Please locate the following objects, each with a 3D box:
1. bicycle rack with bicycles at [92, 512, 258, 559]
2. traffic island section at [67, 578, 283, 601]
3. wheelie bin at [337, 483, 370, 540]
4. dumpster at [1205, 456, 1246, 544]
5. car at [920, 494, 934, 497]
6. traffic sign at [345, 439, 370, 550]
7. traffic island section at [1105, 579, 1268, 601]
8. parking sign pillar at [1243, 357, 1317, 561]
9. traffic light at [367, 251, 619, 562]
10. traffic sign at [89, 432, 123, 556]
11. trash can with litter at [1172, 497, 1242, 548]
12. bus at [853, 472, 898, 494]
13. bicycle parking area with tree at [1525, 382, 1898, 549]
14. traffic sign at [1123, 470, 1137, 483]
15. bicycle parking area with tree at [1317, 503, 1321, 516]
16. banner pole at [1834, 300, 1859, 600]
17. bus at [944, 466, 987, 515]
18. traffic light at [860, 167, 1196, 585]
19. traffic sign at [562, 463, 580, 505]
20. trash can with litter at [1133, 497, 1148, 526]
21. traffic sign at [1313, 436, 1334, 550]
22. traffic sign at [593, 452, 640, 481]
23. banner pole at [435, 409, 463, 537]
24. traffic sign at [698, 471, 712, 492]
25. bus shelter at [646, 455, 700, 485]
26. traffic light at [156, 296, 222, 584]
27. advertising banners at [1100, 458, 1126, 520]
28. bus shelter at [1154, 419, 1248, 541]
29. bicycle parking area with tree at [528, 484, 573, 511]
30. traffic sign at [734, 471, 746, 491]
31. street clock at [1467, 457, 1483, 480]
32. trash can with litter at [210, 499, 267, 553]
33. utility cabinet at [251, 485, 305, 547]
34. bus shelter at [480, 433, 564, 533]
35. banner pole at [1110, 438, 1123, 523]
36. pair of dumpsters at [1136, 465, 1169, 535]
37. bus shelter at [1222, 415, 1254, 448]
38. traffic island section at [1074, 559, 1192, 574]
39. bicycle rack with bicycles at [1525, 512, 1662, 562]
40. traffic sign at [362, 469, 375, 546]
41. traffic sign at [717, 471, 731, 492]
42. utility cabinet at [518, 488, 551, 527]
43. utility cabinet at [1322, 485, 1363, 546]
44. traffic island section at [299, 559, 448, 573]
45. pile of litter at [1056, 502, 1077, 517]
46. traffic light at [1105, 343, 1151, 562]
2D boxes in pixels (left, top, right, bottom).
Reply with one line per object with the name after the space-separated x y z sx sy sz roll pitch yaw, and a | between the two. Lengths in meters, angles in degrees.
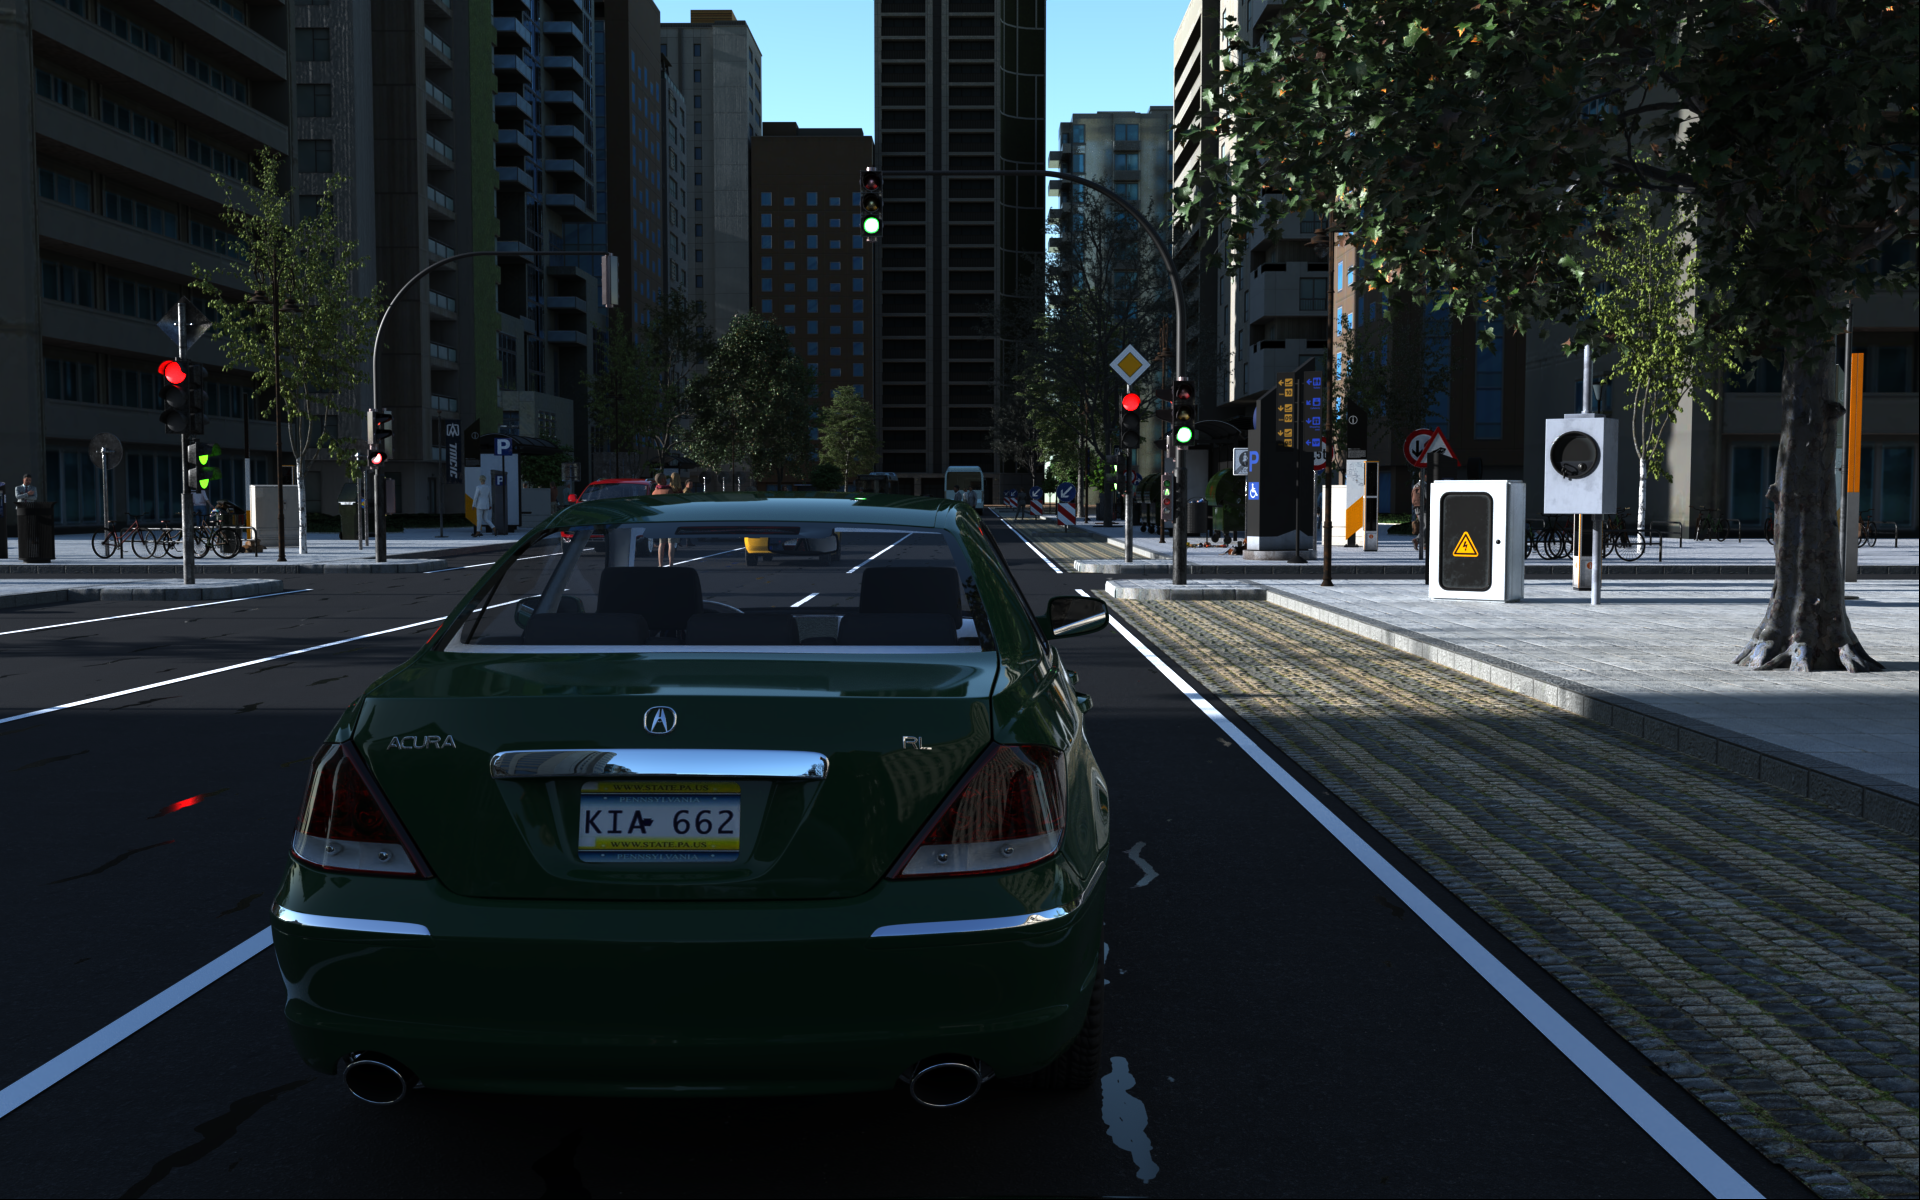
-15.469 -1.309 34.786 2.925 0.926 2.852 2 4 25 | bicycle rack with bicycles
-11.011 -0.149 24.713 2.009 0.180 2.903 0 4 0 | traffic island section
-17.007 -2.488 48.586 0.980 1.594 0.693 1 4 19 | wheelie bin
7.246 -2.597 44.950 1.502 2.255 1.985 0 4 0 | dumpster
-3.069 -9.152 159.414 2.009 1.686 4.222 0 4 0 | car
-13.797 -2.427 39.793 0.768 2.556 0.104 1 4 9 | traffic sign
3.129 -0.141 24.594 2.009 0.180 2.903 0 4 0 | traffic island section
6.294 -2.782 33.959 1.447 3.967 1.447 -2 4 -26 | parking sign pillar
-8.814 -3.542 32.581 4.771 5.953 1.251 0 4 0 | traffic light
-17.640 -2.181 35.759 0.768 2.556 0.104 1 4 9 | traffic sign
6.105 -1.871 41.652 2.233 1.210 1.678 0 4 -4 | trash can with litter
-6.780 -9.020 142.336 2.948 3.499 13.247 0 4 2 | bus
18.894 -3.500 44.232 8.231 4.147 9.016 1 4 13 | bicycle parking area with tree
8.486 -5.316 87.014 0.768 2.556 0.104 0 4 4 | traffic sign
15.528 -6.062 86.111 8.231 4.147 9.016 -1 4 -20 | bicycle parking area with tree
10.682 -1.913 21.296 0.401 3.779 0.863 -2 4 -26 | banner pole
0.371 -7.671 120.281 2.948 3.499 13.247 0 4 1 | bus
0.997 -3.039 24.356 4.771 5.953 1.251 0 4 0 | traffic light
-12.597 -3.301 56.107 0.606 2.300 0.079 0 4 1 | traffic sign
7.249 -3.601 70.268 1.055 1.170 0.624 -2 4 -30 | trash can with litter
7.662 -2.277 37.331 0.768 2.556 0.104 0 4 3 | traffic sign
-16.613 -5.502 83.832 2.265 3.308 0.079 0 4 3 | traffic sign
-15.134 -3.744 51.233 0.863 3.779 0.401 0 4 -1 | banner pole
-14.307 -5.940 97.225 0.768 2.556 0.104 0 4 4 | traffic sign
-15.358 -6.050 92.845 2.014 3.302 5.546 0 4 1 | bus shelter
-10.972 -2.181 24.578 0.839 4.253 0.868 0 4 0 | traffic light
7.537 -5.449 85.283 2.074 3.025 0.090 -2 4 -31 | advertising banners
6.824 -3.407 49.636 2.014 3.302 5.546 0 4 1 | bus shelter
-24.090 -6.854 99.064 9.016 4.147 8.231 0 4 8 | bicycle parking area with tree
-12.324 -5.916 96.825 0.768 2.556 0.104 0 4 2 | traffic sign
10.127 -1.807 34.111 0.358 2.002 0.471 2 4 27 | street clock
-15.743 -1.616 37.802 0.624 1.170 1.055 2 4 31 | trash can with litter
-16.317 -2.007 41.490 1.173 1.500 0.318 -3 5 -41 | utility cabinet
-15.352 -4.040 59.985 2.014 3.302 5.546 0 4 0 | bus shelter
6.962 -5.365 77.732 0.863 3.779 0.401 -2 4 -27 | banner pole
6.686 -3.283 56.177 1.574 2.255 4.437 0 4 1 | pair of dumpsters
9.237 -3.891 54.903 1.731 3.624 6.357 0 4 1 | bus shelter
3.194 -0.630 32.579 2.009 0.180 2.903 0 4 0 | traffic island section
12.011 -1.231 33.502 2.925 0.926 2.852 -1 4 -13 | bicycle rack with bicycles
-14.665 -2.608 42.748 0.768 2.556 0.104 1 4 8 | traffic sign
-13.168 -5.910 96.735 0.768 2.556 0.104 0 4 1 | traffic sign
-16.168 -3.494 65.805 1.173 1.500 0.318 -2 4 -28 | utility cabinet
9.474 -2.065 42.449 1.173 1.500 0.318 3 5 42 | utility cabinet
-10.947 -0.637 32.698 2.009 0.180 2.903 0 4 0 | traffic island section
6.269 -5.159 98.318 1.719 0.858 1.176 0 4 -3 | pile of litter
3.154 -2.663 32.466 0.839 4.253 0.868 0 4 0 | traffic light
